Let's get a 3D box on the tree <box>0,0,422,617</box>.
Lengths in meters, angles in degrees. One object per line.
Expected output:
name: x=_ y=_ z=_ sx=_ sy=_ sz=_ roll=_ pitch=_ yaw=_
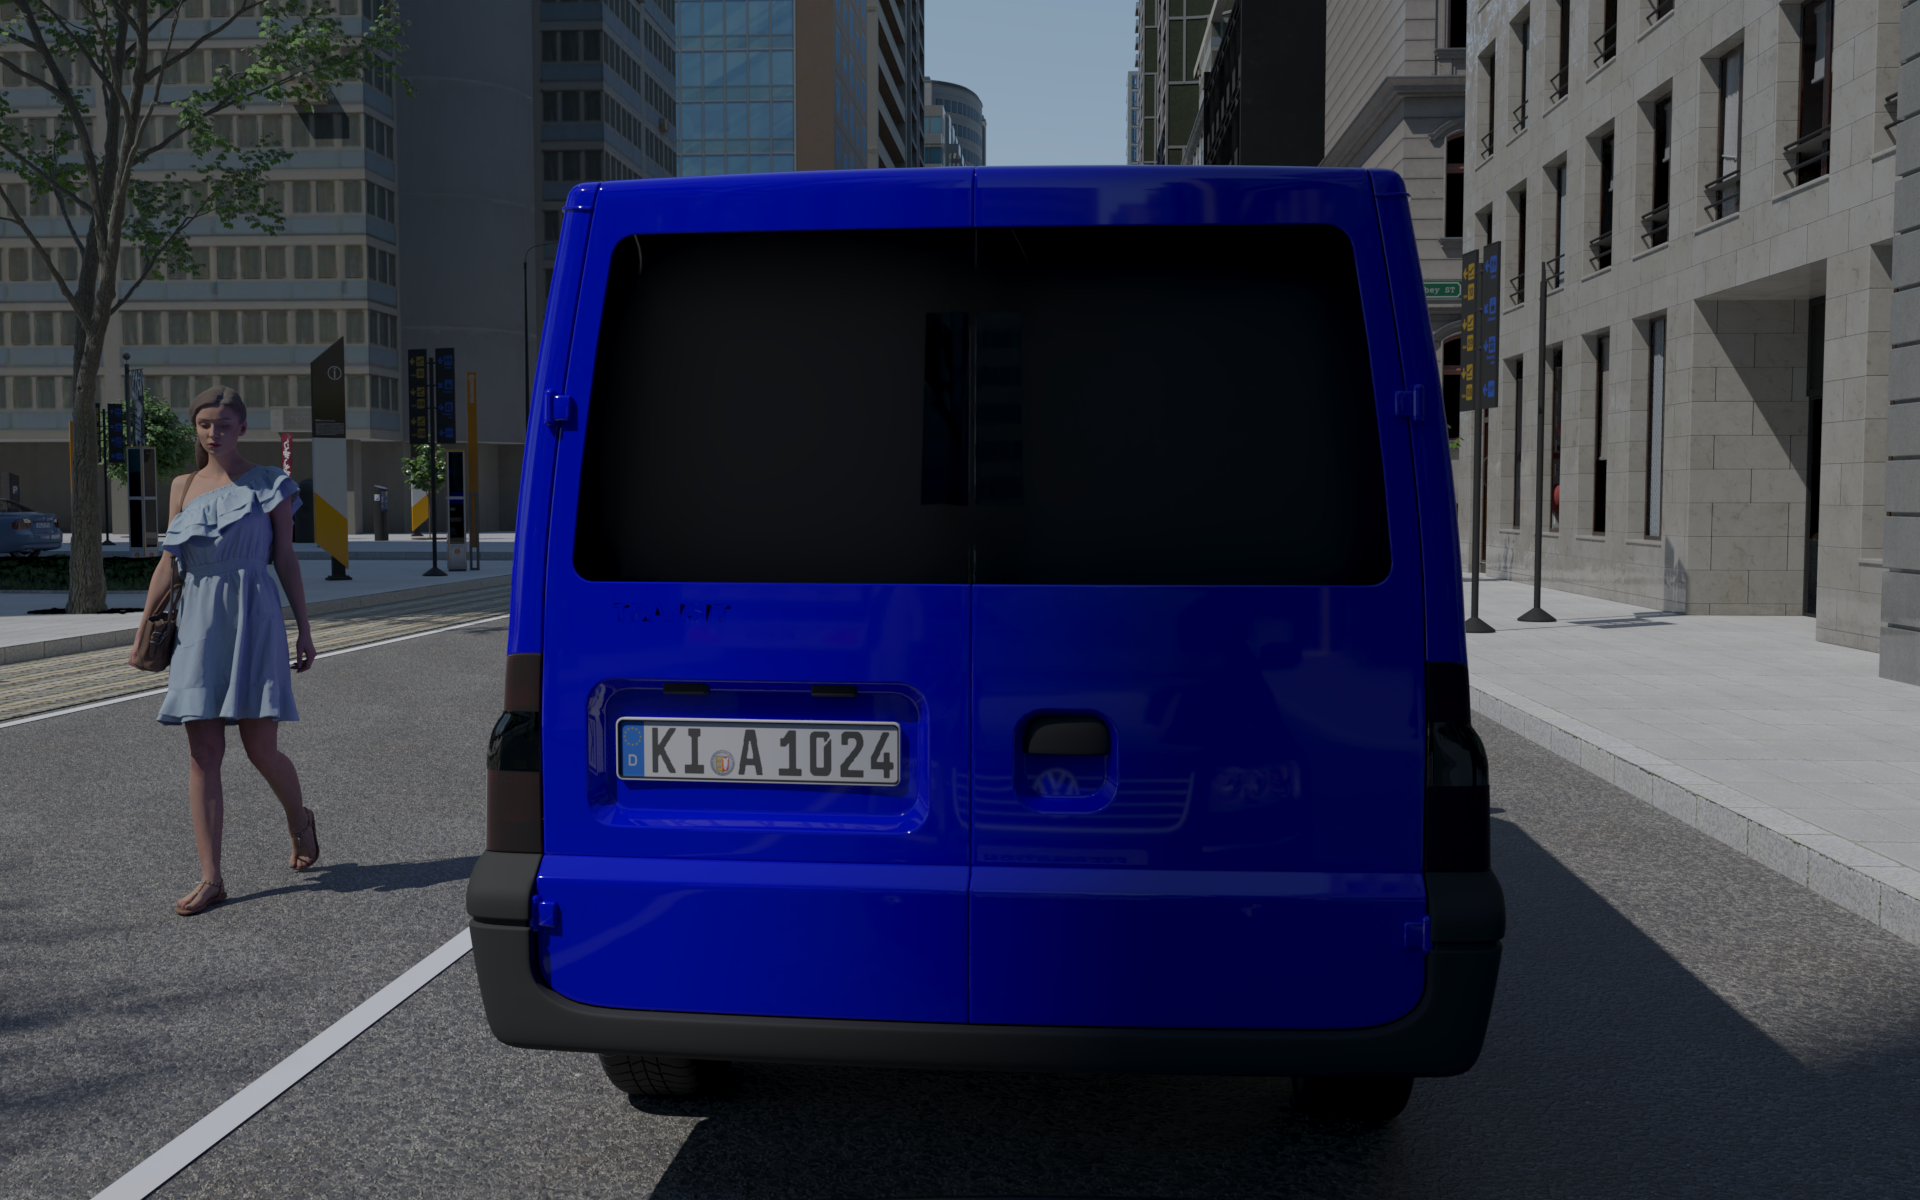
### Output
tree: x=-9.242 y=-5.664 z=18.357 sx=9.928 sy=11.665 sz=9.643 roll=0 pitch=3 yaw=0

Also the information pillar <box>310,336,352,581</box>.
information pillar: x=-9.312 y=-2.096 z=25.621 sx=0.504 sy=3.616 sz=0.183 roll=-3 pitch=4 yaw=-38

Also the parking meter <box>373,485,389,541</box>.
parking meter: x=-15.870 y=-2.389 z=47.478 sx=0.372 sy=1.533 sz=0.369 roll=0 pitch=3 yaw=0

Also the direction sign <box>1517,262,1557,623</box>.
direction sign: x=5.820 y=-1.552 z=17.369 sx=0.379 sy=3.537 sz=0.876 roll=1 pitch=4 yaw=19

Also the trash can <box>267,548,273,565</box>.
trash can: x=-12.798 y=-1.220 z=31.597 sx=0.748 sy=1.137 sz=0.748 roll=0 pitch=3 yaw=0

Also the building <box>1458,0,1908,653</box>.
building: x=12.992 y=-10.090 z=19.729 sx=10.420 sy=20.320 sz=16.860 roll=0 pitch=4 yaw=4

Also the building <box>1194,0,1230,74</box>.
building: x=30.607 y=-26.767 z=129.515 sx=32.217 sy=40.220 sz=23.993 roll=0 pitch=4 yaw=4

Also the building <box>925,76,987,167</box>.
building: x=-7.451 y=-43.049 z=245.841 sx=21.231 sy=58.520 sz=28.212 roll=0 pitch=4 yaw=4

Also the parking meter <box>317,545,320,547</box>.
parking meter: x=-15.300 y=-2.038 z=41.730 sx=0.372 sy=1.533 sz=0.369 roll=0 pitch=3 yaw=0

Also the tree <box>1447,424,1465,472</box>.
tree: x=6.402 y=-1.855 z=24.925 sx=1.663 sy=3.219 sz=1.824 roll=0 pitch=3 yaw=0

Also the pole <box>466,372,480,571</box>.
pole: x=-8.170 y=-2.153 z=29.049 sx=0.158 sy=3.312 sz=0.155 roll=0 pitch=3 yaw=0

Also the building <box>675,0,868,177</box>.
building: x=-12.598 y=-27.014 z=91.790 sx=14.600 sy=45.320 sz=14.200 roll=0 pitch=4 yaw=4

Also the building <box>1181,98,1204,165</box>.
building: x=15.872 y=-14.224 z=81.711 sx=9.793 sy=20.994 sz=18.267 roll=0 pitch=4 yaw=4

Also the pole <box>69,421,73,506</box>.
pole: x=-24.705 y=-3.330 z=48.297 sx=0.158 sy=3.312 sz=0.155 roll=0 pitch=3 yaw=0

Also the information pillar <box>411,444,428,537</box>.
information pillar: x=-16.356 y=-3.731 z=52.359 sx=0.504 sy=3.616 sz=0.183 roll=-2 pitch=4 yaw=-30

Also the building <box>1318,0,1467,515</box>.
building: x=21.616 y=-15.760 z=45.064 sx=23.554 sy=28.519 sz=14.401 roll=0 pitch=4 yaw=4

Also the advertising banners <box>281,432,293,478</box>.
advertising banners: x=-19.728 y=-3.266 z=49.594 sx=2.074 sy=3.025 sz=0.090 roll=2 pitch=4 yaw=33

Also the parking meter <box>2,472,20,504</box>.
parking meter: x=-25.539 y=-2.504 z=46.647 sx=0.255 sy=1.863 sz=0.399 roll=1 pitch=4 yaw=8

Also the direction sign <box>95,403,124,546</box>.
direction sign: x=-21.321 y=-3.133 z=43.220 sx=0.876 sy=3.537 sz=0.379 roll=-3 pitch=5 yaw=-43

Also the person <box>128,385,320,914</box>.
person: x=-2.628 y=0.146 z=6.200 sx=0.616 sy=1.811 sz=0.778 roll=0 pitch=4 yaw=7

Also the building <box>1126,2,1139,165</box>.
building: x=33.417 y=-57.638 z=255.046 sx=22.319 sy=86.520 sz=31.000 roll=0 pitch=4 yaw=4

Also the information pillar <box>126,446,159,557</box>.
information pillar: x=-12.674 y=-1.368 z=26.865 sx=0.304 sy=2.012 sz=0.304 roll=1 pitch=4 yaw=17

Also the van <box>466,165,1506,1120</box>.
van: x=0.263 y=-0.080 z=5.697 sx=2.240 sy=2.365 sz=5.245 roll=0 pitch=4 yaw=5

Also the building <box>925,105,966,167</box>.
building: x=-10.715 y=-36.471 z=215.902 sx=23.786 sy=49.044 sz=30.456 roll=0 pitch=4 yaw=4

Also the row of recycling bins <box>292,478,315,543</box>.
row of recycling bins: x=-18.276 y=-2.392 z=46.228 sx=3.534 sy=1.692 sz=1.069 roll=2 pitch=4 yaw=30

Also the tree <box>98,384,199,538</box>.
tree: x=-24.237 y=-4.135 z=51.317 sx=4.285 sy=4.588 sz=4.351 roll=0 pitch=3 yaw=0

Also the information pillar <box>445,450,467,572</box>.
information pillar: x=-8.367 y=-1.484 z=28.752 sx=0.304 sy=2.012 sz=0.304 roll=-1 pitch=4 yaw=-20

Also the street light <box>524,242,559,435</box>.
street light: x=-7.334 y=-3.605 z=31.476 sx=1.470 sy=5.913 sz=1.316 roll=0 pitch=4 yaw=4

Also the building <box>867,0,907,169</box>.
building: x=-15.445 y=-30.697 z=125.599 sx=21.300 sy=48.544 sz=21.600 roll=0 pitch=4 yaw=4

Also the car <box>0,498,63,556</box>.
car: x=-21.181 y=-1.476 z=36.129 sx=4.499 sy=1.417 sz=2.014 roll=0 pitch=4 yaw=4

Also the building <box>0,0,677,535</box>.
building: x=-24.063 y=-22.805 z=64.743 sx=32.217 sy=40.220 sz=23.993 roll=0 pitch=4 yaw=4

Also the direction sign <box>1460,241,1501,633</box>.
direction sign: x=4.787 y=-1.469 z=16.009 sx=0.379 sy=3.537 sz=0.876 roll=0 pitch=4 yaw=-4

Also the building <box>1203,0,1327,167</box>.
building: x=15.666 y=-14.292 z=63.345 sx=12.332 sy=23.373 sz=15.834 roll=0 pitch=4 yaw=4

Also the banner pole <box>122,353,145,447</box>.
banner pole: x=-14.588 y=-2.484 z=30.634 sx=0.863 sy=3.779 sz=0.401 roll=3 pitch=5 yaw=41

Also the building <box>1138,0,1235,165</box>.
building: x=30.458 y=-47.519 z=215.179 sx=20.563 sy=71.187 sz=20.611 roll=0 pitch=4 yaw=4

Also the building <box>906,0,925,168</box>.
building: x=-11.741 y=-44.546 z=166.578 sx=20.563 sy=71.187 sz=20.611 roll=0 pitch=4 yaw=4

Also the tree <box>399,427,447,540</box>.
tree: x=-15.049 y=-3.319 z=48.870 sx=1.663 sy=3.219 sz=1.824 roll=0 pitch=3 yaw=0

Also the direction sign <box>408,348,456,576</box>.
direction sign: x=-8.224 y=-2.143 z=27.028 sx=0.876 sy=3.537 sz=0.379 roll=1 pitch=4 yaw=23
